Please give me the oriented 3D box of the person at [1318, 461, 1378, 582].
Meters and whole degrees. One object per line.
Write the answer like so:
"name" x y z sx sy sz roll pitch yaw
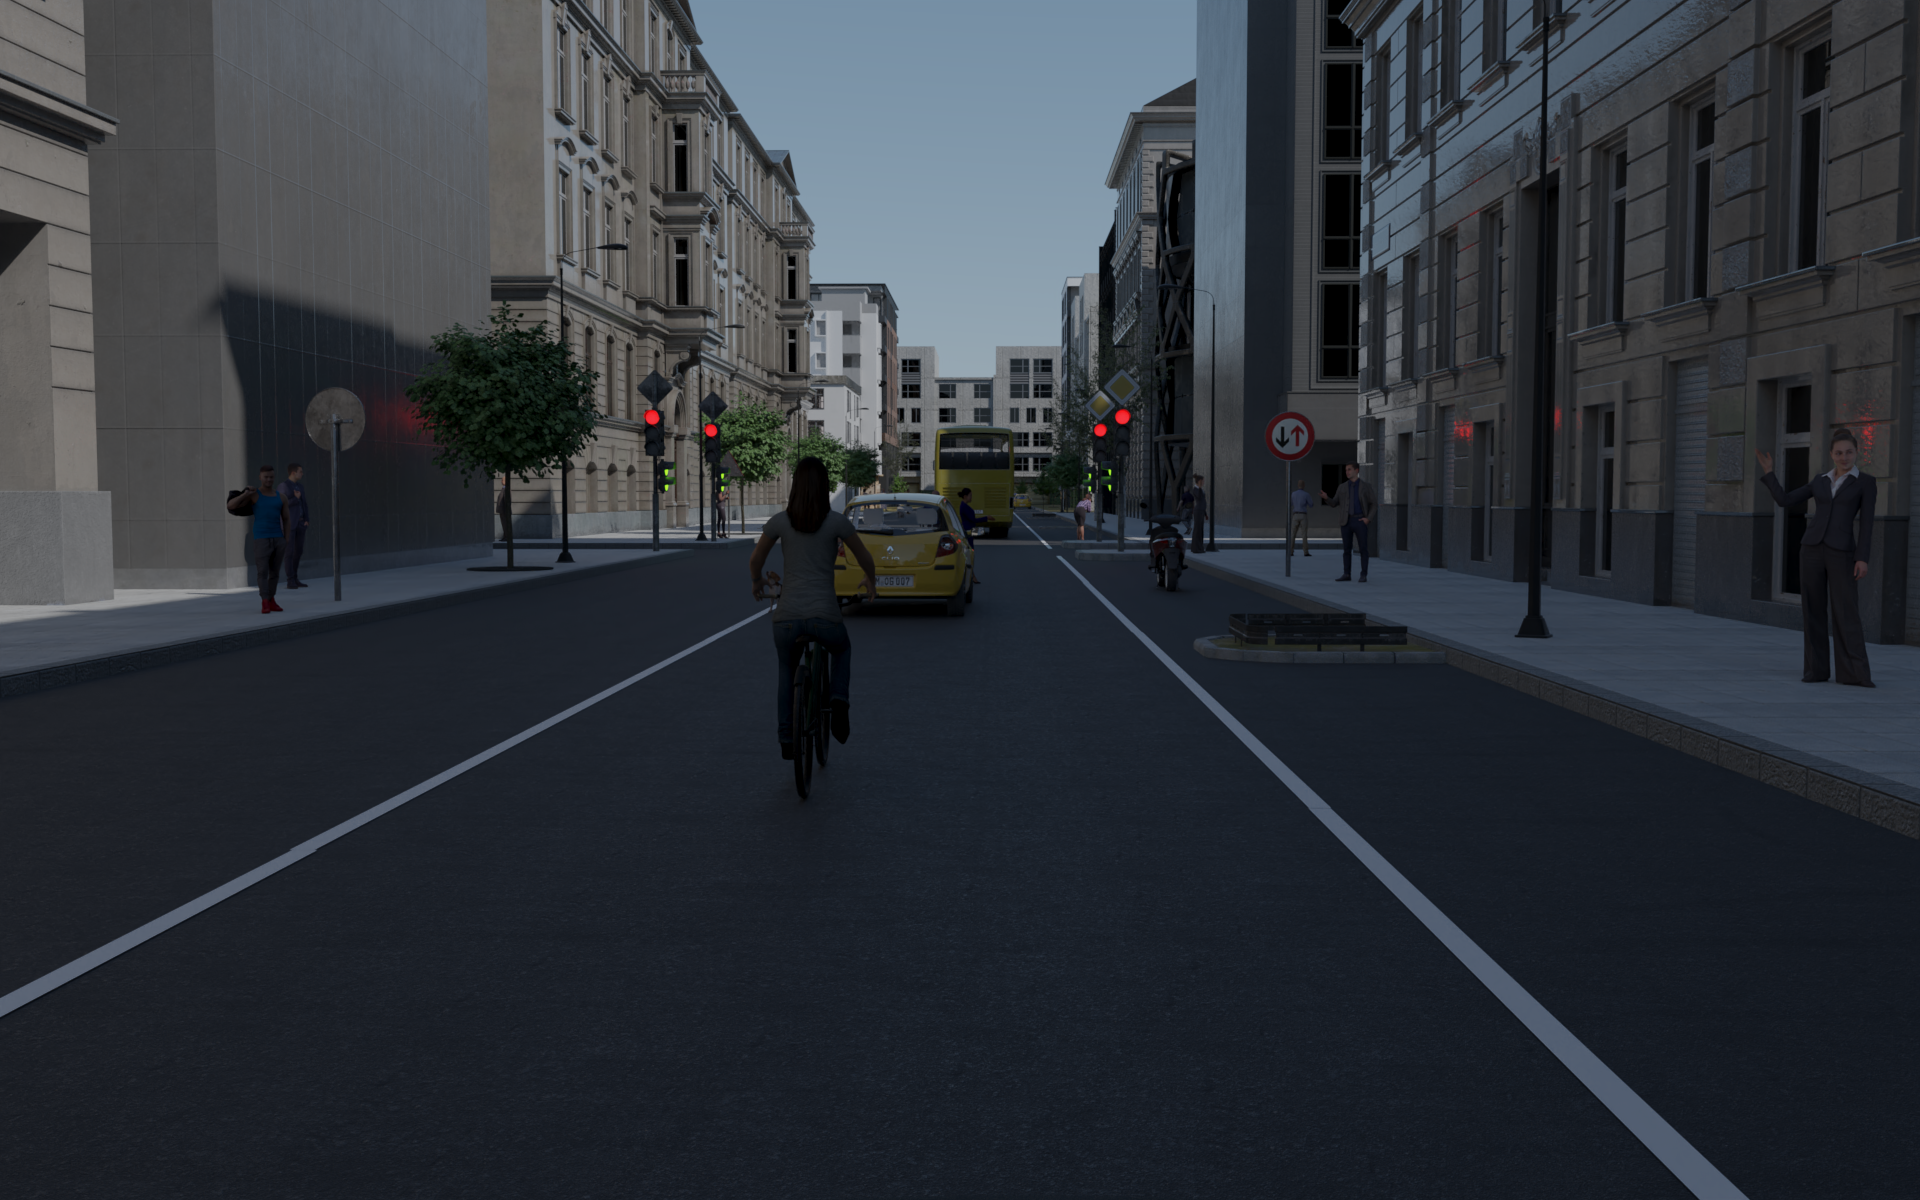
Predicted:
"person" 5.641 -1.140 25.208 0.750 1.759 0.617 -3 5 -43

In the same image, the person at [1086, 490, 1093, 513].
"person" 8.927 -6.811 119.680 0.482 1.546 0.388 1 4 23

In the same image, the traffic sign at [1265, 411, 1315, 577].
"traffic sign" 5.091 -1.633 26.798 0.768 2.556 0.104 0 4 6

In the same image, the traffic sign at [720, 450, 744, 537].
"traffic sign" -6.859 -3.141 51.362 0.884 2.594 0.081 0 4 3

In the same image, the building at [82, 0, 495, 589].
"building" -24.605 -12.891 29.830 30.058 24.678 14.314 0 4 1

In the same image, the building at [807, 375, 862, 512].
"building" -12.296 -11.887 136.501 9.099 9.664 28.070 0 4 1

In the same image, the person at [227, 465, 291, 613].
"person" -7.574 -0.666 18.802 0.662 1.594 0.647 3 5 42

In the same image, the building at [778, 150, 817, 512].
"building" -15.778 -17.245 101.041 14.460 24.649 34.723 0 4 1

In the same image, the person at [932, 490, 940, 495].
"person" -0.351 -1.203 30.861 0.574 1.496 0.600 3 4 39

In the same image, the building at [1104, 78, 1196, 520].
"building" 14.102 -16.321 95.722 11.050 23.489 19.941 0 4 1

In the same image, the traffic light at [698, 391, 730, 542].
"traffic light" -6.633 -3.512 46.673 0.839 4.213 0.868 0 4 1

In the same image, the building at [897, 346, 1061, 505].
"building" 4.443 -21.346 215.461 31.486 18.905 16.747 0 4 1

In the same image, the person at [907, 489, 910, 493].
"person" -3.713 -7.112 124.873 0.705 1.812 1.348 -1 4 -10

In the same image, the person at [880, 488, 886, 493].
"person" -5.914 -7.789 134.054 0.551 1.740 0.621 -2 4 -33

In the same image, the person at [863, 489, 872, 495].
"person" -5.952 -6.330 110.992 0.566 1.644 0.517 0 4 4

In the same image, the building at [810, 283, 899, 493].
"building" -23.258 -20.687 182.211 32.646 21.610 27.936 0 4 1

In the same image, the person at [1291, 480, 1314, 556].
"person" 7.014 -1.689 35.714 0.516 1.574 0.319 3 4 36

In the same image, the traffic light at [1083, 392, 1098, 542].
"traffic light" 3.726 -3.501 46.485 0.839 4.213 0.868 0 4 1

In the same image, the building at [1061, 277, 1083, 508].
"building" 24.301 -20.486 178.922 27.936 21.610 32.646 0 4 1

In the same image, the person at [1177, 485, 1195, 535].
"person" 7.130 -2.834 54.586 0.569 1.553 0.471 0 4 2

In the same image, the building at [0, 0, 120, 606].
"building" -16.709 -13.566 9.192 14.401 28.519 23.554 0 4 1

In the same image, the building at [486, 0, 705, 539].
"building" -16.445 -15.080 65.635 14.460 24.649 34.723 0 4 1

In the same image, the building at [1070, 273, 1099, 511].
"building" 18.476 -17.165 147.108 16.747 18.905 31.486 0 4 1

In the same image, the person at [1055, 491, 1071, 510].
"person" 8.209 -8.067 138.039 1.348 1.812 0.705 1 4 12

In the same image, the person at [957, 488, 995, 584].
"person" 0.227 -1.028 27.680 0.546 1.535 0.453 -1 4 -23

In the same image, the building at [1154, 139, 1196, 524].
"building" 16.995 -12.794 76.627 16.820 18.784 16.811 0 4 1

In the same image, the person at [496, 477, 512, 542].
"person" -12.309 -2.456 46.747 0.434 1.755 0.990 -1 4 -21

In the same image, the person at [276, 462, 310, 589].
"person" -9.078 -1.017 23.584 0.530 1.710 0.541 2 4 30

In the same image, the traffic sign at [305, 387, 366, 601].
"traffic sign" -7.472 -1.261 20.725 0.768 2.556 0.104 0 4 8

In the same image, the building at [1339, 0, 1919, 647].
"building" 13.652 -13.828 23.352 12.463 27.353 25.104 0 4 1

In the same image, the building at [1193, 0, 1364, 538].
"building" 23.146 -14.392 54.370 30.058 24.678 14.314 0 4 1

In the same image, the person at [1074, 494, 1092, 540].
"person" 3.515 -2.308 49.471 0.421 1.427 0.697 3 4 38

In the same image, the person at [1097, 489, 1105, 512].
"person" 6.631 -4.485 81.642 0.388 1.546 0.482 0 4 -1

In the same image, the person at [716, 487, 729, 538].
"person" -6.847 -2.609 50.177 0.593 1.643 0.415 2 4 34

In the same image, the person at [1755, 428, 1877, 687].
"person" 5.769 -0.297 11.696 0.742 1.727 0.445 1 4 18

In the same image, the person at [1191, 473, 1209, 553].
"person" 5.210 -1.859 37.246 0.445 1.727 0.742 -1 4 -9

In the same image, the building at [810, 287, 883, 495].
"building" -15.024 -18.327 156.072 16.016 20.091 11.380 0 4 1

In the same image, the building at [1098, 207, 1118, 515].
"building" 15.708 -17.362 113.551 12.332 23.373 15.834 0 4 1
